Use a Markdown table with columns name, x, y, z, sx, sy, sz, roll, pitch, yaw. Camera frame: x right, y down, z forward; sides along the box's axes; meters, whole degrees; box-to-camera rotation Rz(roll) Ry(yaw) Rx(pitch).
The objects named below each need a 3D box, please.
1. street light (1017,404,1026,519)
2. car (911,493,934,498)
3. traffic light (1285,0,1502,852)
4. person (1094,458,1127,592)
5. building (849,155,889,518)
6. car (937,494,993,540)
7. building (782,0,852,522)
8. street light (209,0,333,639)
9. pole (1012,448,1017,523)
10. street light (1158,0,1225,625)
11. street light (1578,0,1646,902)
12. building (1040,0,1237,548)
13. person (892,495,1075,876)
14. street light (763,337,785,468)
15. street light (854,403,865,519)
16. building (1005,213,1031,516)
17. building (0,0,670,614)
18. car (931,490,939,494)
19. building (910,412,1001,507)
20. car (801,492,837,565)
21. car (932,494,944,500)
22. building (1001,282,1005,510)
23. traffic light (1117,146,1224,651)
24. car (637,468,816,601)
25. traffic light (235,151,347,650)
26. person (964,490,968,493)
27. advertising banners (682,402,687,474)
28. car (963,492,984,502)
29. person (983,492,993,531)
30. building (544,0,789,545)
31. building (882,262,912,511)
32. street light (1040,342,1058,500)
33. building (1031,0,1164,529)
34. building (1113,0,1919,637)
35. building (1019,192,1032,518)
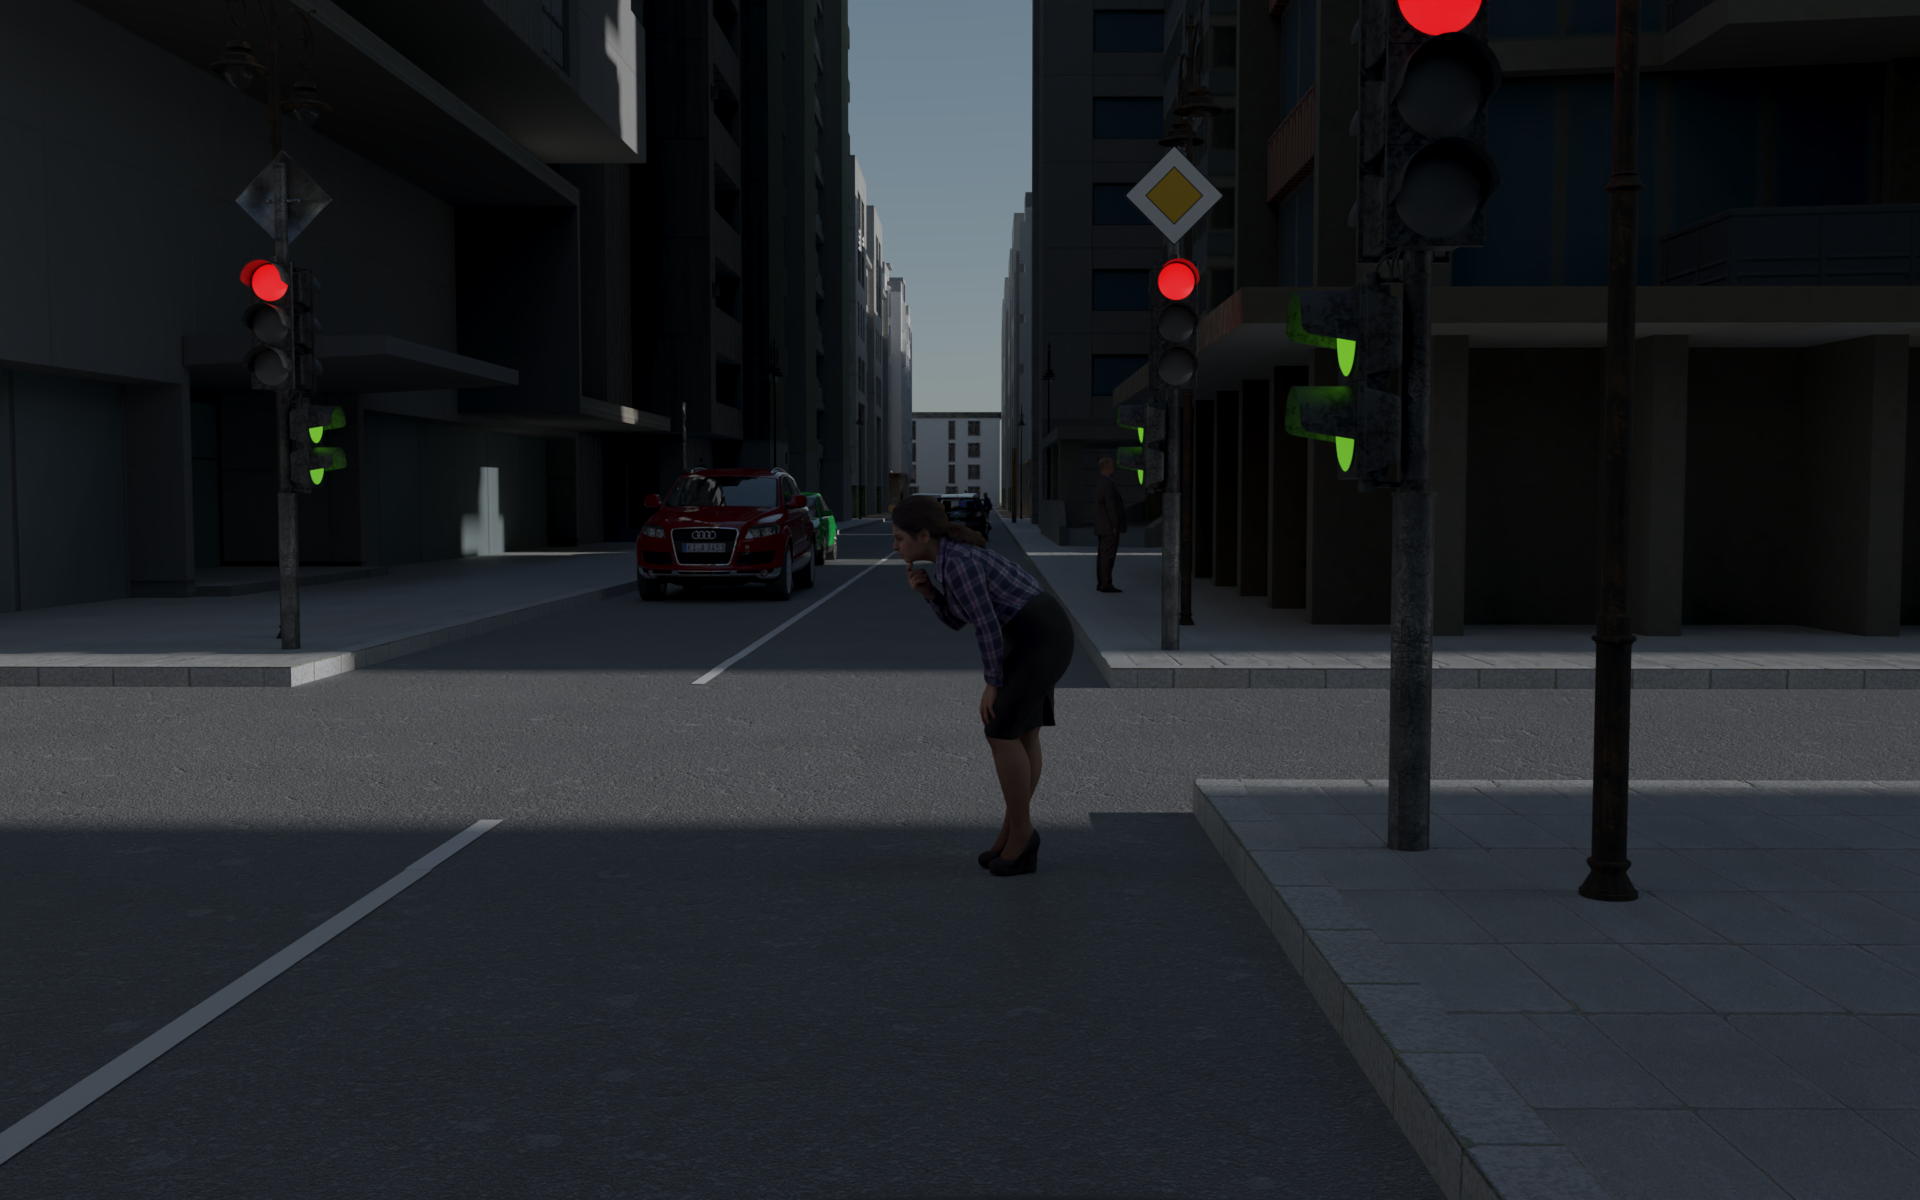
| name | x | y | z | sx | sy | sz | roll | pitch | yaw |
| --- | --- | --- | --- | --- | --- | --- | --- | --- | --- |
| street light | 3.144 | -7.097 | 88.823 | 0.468 | 5.910 | 1.993 | 0 | 4 | 1 |
| car | -2.205 | -5.555 | 99.616 | 1.959 | 1.807 | 4.718 | 0 | 4 | -1 |
| traffic light | 1.609 | -1.055 | 6.170 | 0.839 | 4.253 | 0.868 | 0 | 4 | 1 |
| person | 1.976 | -0.988 | 22.756 | 0.434 | 1.755 | 0.990 | 0 | 4 | -2 |
| building | -13.617 | -14.678 | 106.446 | 16.747 | 18.905 | 31.486 | 0 | 4 | 1 |
| car | -0.013 | -2.659 | 53.256 | 2.009 | 1.686 | 4.222 | 0 | 4 | 3 |
| building | -12.414 | -24.051 | 76.829 | 14.154 | 41.232 | 14.086 | 0 | 4 | 1 |
| street light | -5.990 | -2.596 | 15.240 | 0.468 | 5.910 | 1.993 | 0 | 4 | 1 |
| pole | 2.414 | -5.093 | 77.114 | 0.158 | 3.312 | 0.155 | 0 | 3 | 0 |
| street light | 2.216 | -2.693 | 16.813 | 0.468 | 5.910 | 1.993 | 0 | 4 | 1 |
| street light | 2.071 | -1.992 | 5.355 | 0.468 | 5.910 | 1.993 | 0 | 4 | 1 |
| building | 18.648 | -21.800 | 48.313 | 32.217 | 40.220 | 23.993 | 0 | 4 | 1 |
| person | 0.090 | 0.318 | 6.527 | 0.697 | 1.427 | 0.421 | -1 | 4 | -10 |
| street light | -5.469 | -4.795 | 51.185 | 0.468 | 5.910 | 1.993 | 0 | 4 | 1 |
| street light | -5.076 | -7.041 | 87.901 | 0.468 | 5.910 | 1.993 | 0 | 4 | 1 |
| building | 11.871 | -15.354 | 117.502 | 16.747 | 18.905 | 31.486 | 0 | 4 | 1 |
| building | -20.523 | -26.772 | 26.964 | 28.713 | 52.752 | 27.495 | 0 | 4 | 1 |
| car | -2.032 | -7.967 | 139.307 | 2.155 | 1.783 | 4.494 | 0 | 4 | 1 |
| building | -9.797 | -14.418 | 177.880 | 28.070 | 9.664 | 9.099 | 0 | 4 | 1 |
| car | -3.594 | -1.686 | 36.355 | 1.959 | 1.807 | 4.718 | 0 | 4 | 0 |
| car | -1.690 | -6.788 | 121.200 | 2.015 | 1.641 | 3.980 | 0 | 4 | 2 |
| building | 12.140 | -17.326 | 149.737 | 16.747 | 18.905 | 31.486 | 0 | 4 | 1 |
| traffic light | 1.714 | -1.543 | 14.155 | 0.839 | 4.253 | 0.868 | 0 | 4 | 1 |
| car | -3.269 | -0.996 | 24.960 | 2.281 | 1.827 | 5.304 | 0 | 4 | 1 |
| traffic light | -5.527 | -1.548 | 14.234 | 0.839 | 4.253 | 0.868 | 0 | 4 | 1 |
| person | 0.504 | -7.980 | 139.644 | 0.551 | 1.740 | 0.621 | 2 | 4 | 34 |
| advertising banners | -5.246 | -2.225 | 32.565 | 0.090 | 3.025 | 2.074 | 0 | 4 | -3 |
| car | 0.685 | -6.636 | 118.092 | 1.945 | 1.707 | 3.694 | 0 | 4 | 2 |
| person | 0.942 | -3.364 | 66.191 | 0.600 | 1.496 | 0.574 | 0 | 4 | 2 |
| building | -12.646 | -16.918 | 48.304 | 14.160 | 30.474 | 14.107 | 0 | 4 | 1 |
| building | -12.319 | -17.337 | 139.873 | 16.016 | 20.091 | 11.380 | 0 | 4 | 1 |
| street light | 2.707 | -4.898 | 52.877 | 0.468 | 5.910 | 1.993 | 0 | 4 | 1 |
| building | 13.598 | -32.531 | 73.876 | 21.231 | 58.520 | 28.212 | 0 | 4 | 1 |
| building | 16.922 | -22.574 | 23.711 | 28.867 | 44.769 | 22.147 | 0 | 4 | 1 |
| building | 11.341 | -14.625 | 95.545 | 16.016 | 20.091 | 11.380 | 0 | 4 | 1 |
